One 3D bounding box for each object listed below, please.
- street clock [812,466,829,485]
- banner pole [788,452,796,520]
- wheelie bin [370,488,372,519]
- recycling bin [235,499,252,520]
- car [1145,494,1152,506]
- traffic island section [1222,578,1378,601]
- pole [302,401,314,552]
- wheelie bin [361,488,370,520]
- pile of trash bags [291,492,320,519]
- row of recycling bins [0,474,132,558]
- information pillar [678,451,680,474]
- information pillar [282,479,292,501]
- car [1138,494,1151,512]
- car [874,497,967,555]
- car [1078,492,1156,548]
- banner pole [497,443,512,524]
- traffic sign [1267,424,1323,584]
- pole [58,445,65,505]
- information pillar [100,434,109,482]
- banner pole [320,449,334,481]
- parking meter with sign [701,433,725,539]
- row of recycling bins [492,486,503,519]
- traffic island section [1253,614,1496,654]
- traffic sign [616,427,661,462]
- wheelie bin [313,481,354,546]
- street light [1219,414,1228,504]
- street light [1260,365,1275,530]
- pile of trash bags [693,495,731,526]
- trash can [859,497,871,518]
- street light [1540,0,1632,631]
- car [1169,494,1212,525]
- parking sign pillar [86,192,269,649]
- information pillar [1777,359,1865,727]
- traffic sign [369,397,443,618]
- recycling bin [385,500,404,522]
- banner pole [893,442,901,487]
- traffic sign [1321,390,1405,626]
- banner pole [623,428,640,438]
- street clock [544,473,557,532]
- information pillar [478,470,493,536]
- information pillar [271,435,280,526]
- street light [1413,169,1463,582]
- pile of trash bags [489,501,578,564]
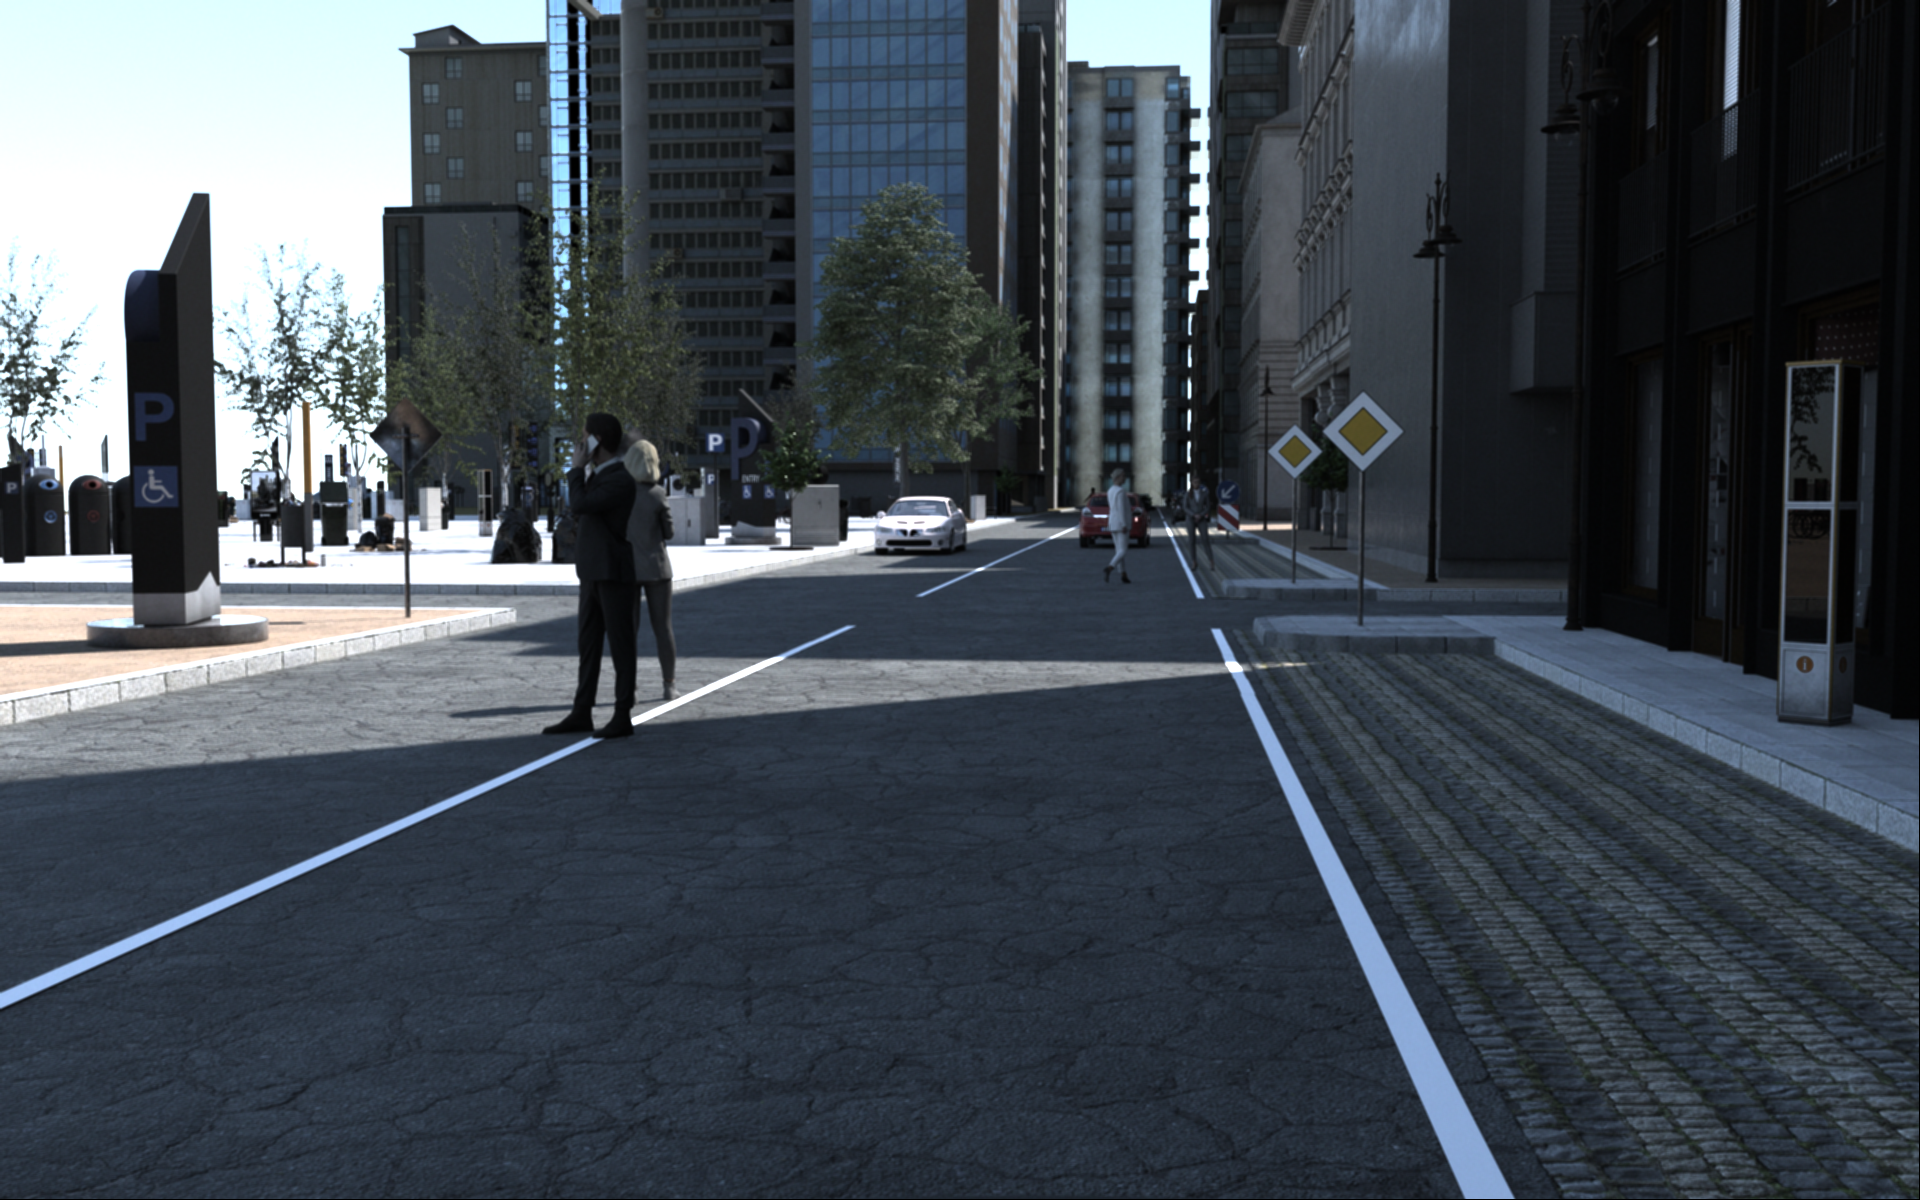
[{"bbox_3d":[-3.554,-2.402,43.839,0.358,2.002,0.471,-3,5,-42],"label":"street clock"},{"bbox_3d":[-8.125,-5.842,85.535,0.863,3.779,0.401,-3,4,-36],"label":"banner pole"},{"bbox_3d":[-30.863,-5.034,90.208,0.980,1.594,0.693,2,4,28],"label":"wheelie bin"},{"bbox_3d":[-35.013,-4.428,84.949,0.722,1.027,0.722,1,4,17],"label":"recycling bin"},{"bbox_3d":[17.255,-9.497,164.077,1.959,1.807,4.718,0,4,6],"label":"car"},{"bbox_3d":[4.804,-0.157,24.856,2.009,0.180,2.903,0,4,6],"label":"traffic island section"},{"bbox_3d":[-14.389,-2.713,38.207,0.158,3.312,0.155,0,3,0],"label":"pole"},{"bbox_3d":[-29.425,-4.675,84.338,0.693,1.594,0.980,0,4,6],"label":"wheelie bin"},{"bbox_3d":[-33.618,-4.841,88.900,1.912,1.369,3.447,1,4,9],"label":"pile of trash bags"},{"bbox_3d":[-18.676,-1.778,36.178,1.069,1.692,3.534,3,5,44],"label":"row of recycling bins"},{"bbox_3d":[-15.186,-6.263,93.758,0.183,3.616,0.504,-1,4,-13],"label":"information pillar"},{"bbox_3d":[-32.119,-4.781,82.657,0.304,2.012,0.304,2,4,32],"label":"information pillar"},{"bbox_3d":[14.363,-7.918,139.238,2.009,1.686,4.222,0,4,7],"label":"car"},{"bbox_3d":[-0.921,-1.847,42.556,2.083,1.381,4.827,0,4,7],"label":"car"},{"bbox_3d":[4.301,-2.366,47.717,2.155,1.783,4.494,1,4,8],"label":"car"},{"bbox_3d":[-19.677,-5.190,74.875,0.863,3.779,0.401,2,4,26],"label":"banner pole"},{"bbox_3d":[4.780,-1.293,24.781,0.795,2.450,0.064,0,4,6],"label":"traffic sign"},{"bbox_3d":[-37.321,-4.777,71.940,0.158,3.312,0.155,0,3,0],"label":"pole"},{"bbox_3d":[-33.391,-4.668,67.675,0.504,3.616,0.183,3,5,40],"label":"information pillar"},{"bbox_3d":[-34.973,-6.455,95.558,0.863,3.779,0.401,-2,4,-25],"label":"banner pole"},{"bbox_3d":[-7.229,-3.300,50.208,0.543,3.016,1.738,-1,4,-17],"label":"parking meter with sign"},{"bbox_3d":[-24.079,-5.013,89.070,1.069,1.692,3.534,-2,4,-24],"label":"row of recycling bins"},{"bbox_3d":[3.928,0.328,16.919,2.009,0.180,2.903,0,4,6],"label":"traffic island section"},{"bbox_3d":[-4.853,-1.359,25.861,0.795,2.450,0.064,0,4,6],"label":"traffic sign"},{"bbox_3d":[-15.593,-2.148,43.033,0.980,1.594,0.693,-2,4,-24],"label":"wheelie bin"},{"bbox_3d":[14.986,-7.693,98.567,0.468,5.910,1.993,0,4,6],"label":"street light"},{"bbox_3d":[10.943,-5.451,61.911,0.468,5.910,1.993,0,4,6],"label":"street light"},{"bbox_3d":[-10.869,-3.758,71.202,3.447,1.369,1.912,0,4,6],"label":"pile of trash bags"},{"bbox_3d":[-5.115,-5.010,93.561,0.748,1.137,0.748,0,3,0],"label":"trash can"},{"bbox_3d":[5.781,-2.652,16.156,0.468,5.910,1.993,0,4,6],"label":"street light"},{"bbox_3d":[10.782,-4.348,80.881,2.009,1.686,4.222,0,4,5],"label":"car"},{"bbox_3d":[-6.784,-1.619,14.936,1.447,3.967,1.447,-1,4,-11],"label":"parking sign pillar"},{"bbox_3d":[4.801,-0.317,9.668,0.304,2.012,0.304,-3,5,-40],"label":"information pillar"},{"bbox_3d":[-5.730,-0.874,17.924,0.795,2.450,0.064,0,4,6],"label":"traffic sign"},{"bbox_3d":[-25.920,-4.095,79.504,0.722,1.027,0.722,-3,5,-40],"label":"recycling bin"},{"bbox_3d":[-2.441,-4.962,71.151,0.863,3.779,0.401,3,4,38],"label":"banner pole"},{"bbox_3d":[3.904,-0.807,16.844,0.795,2.450,0.064,0,4,6],"label":"traffic sign"},{"bbox_3d":[-11.850,-4.459,62.920,0.863,3.779,0.401,1,4,10],"label":"banner pole"},{"bbox_3d":[-13.790,-3.289,58.347,0.471,2.002,0.358,3,5,42],"label":"street clock"},{"bbox_3d":[-14.409,-2.941,52.573,0.304,2.012,0.304,3,5,40],"label":"information pillar"},{"bbox_3d":[-27.240,-4.748,68.977,0.183,3.616,0.504,0,4,6],"label":"information pillar"},{"bbox_3d":[6.877,-3.198,25.079,0.468,5.910,1.993,0,4,6],"label":"street light"},{"bbox_3d":[-7.149,-1.390,32.477,3.447,1.369,1.912,0,4,8],"label":"pile of trash bags"}]
